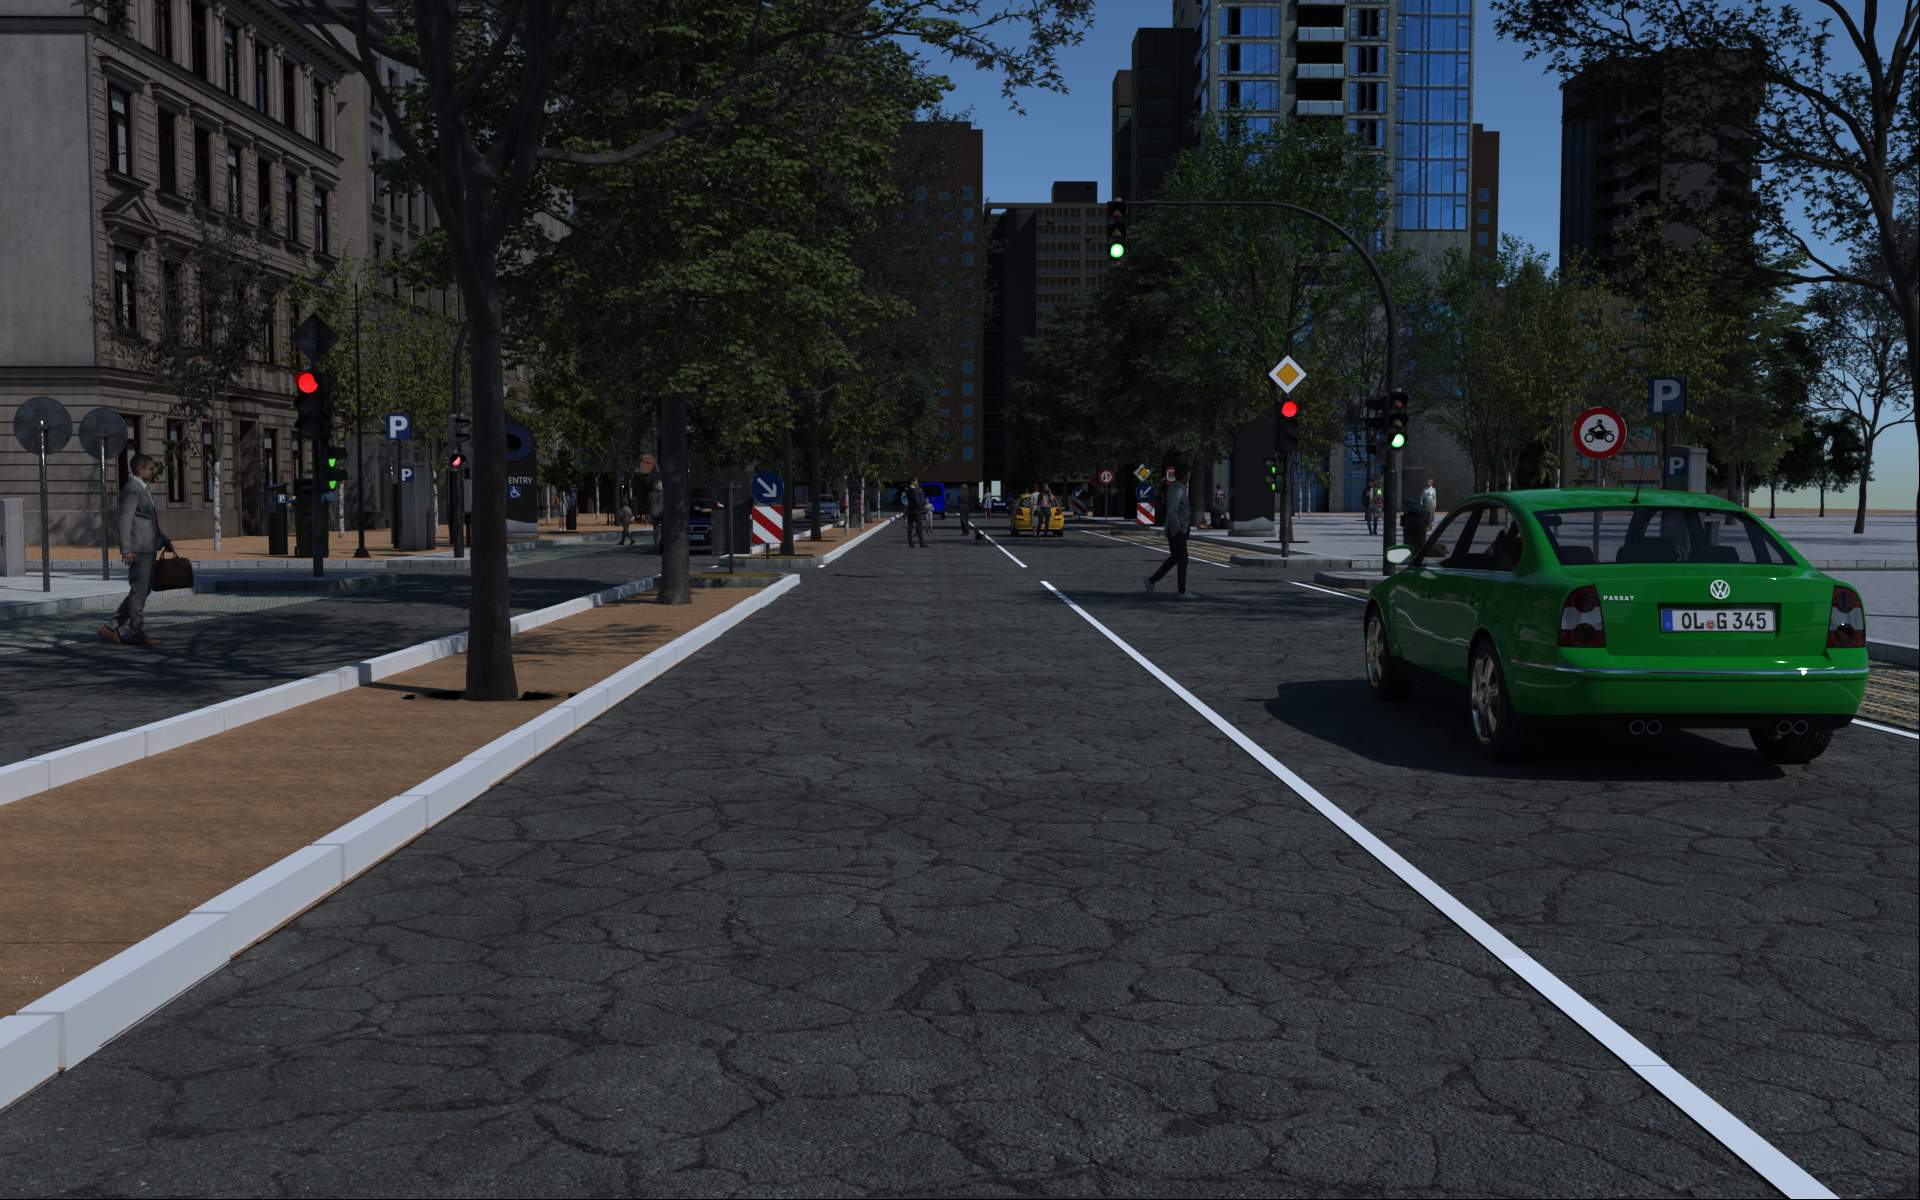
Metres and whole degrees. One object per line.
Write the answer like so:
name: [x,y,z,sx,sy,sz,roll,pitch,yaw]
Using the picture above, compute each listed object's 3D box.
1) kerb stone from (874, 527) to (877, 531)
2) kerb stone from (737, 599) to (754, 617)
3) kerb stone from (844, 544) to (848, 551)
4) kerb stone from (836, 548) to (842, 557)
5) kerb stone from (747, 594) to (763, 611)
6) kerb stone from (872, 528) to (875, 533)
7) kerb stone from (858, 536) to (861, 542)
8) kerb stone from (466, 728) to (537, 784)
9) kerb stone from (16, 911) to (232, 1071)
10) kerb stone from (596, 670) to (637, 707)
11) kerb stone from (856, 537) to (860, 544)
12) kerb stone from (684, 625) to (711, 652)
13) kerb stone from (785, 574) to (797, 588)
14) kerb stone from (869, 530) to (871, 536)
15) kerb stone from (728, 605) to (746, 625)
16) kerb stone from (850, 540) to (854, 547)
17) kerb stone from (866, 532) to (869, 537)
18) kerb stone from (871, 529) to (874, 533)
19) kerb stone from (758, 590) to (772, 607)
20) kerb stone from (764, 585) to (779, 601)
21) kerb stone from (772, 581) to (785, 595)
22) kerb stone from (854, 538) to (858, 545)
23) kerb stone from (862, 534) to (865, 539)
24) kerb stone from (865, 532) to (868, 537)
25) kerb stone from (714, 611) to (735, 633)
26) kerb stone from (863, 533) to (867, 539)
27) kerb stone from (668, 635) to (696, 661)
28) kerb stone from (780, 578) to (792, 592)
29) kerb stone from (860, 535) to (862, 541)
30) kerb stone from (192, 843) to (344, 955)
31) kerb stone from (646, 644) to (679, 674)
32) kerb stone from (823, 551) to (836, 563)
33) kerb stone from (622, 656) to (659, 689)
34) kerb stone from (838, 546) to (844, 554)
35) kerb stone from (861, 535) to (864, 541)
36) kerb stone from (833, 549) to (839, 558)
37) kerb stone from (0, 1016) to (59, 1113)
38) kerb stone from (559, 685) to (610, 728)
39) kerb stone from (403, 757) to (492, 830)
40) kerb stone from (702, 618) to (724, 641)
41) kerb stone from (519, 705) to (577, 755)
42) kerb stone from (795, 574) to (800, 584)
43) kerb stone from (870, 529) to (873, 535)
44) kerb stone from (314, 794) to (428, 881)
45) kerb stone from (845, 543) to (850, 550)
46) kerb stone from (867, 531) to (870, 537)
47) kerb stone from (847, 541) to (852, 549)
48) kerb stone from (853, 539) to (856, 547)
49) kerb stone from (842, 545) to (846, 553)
kerb stone: [-3.193,-2.475,62.737,0.120,0.150,1.000,0,4,-1]
kerb stone: [-2.540,0.126,20.208,0.120,0.150,1.000,0,4,-1]
kerb stone: [-2.873,-1.225,42.218,0.120,0.150,1.000,0,4,-1]
kerb stone: [-2.817,-1.037,39.152,0.120,0.150,1.000,0,4,-1]
kerb stone: [-2.554,0.059,21.233,0.120,0.150,1.000,0,4,-1]
kerb stone: [-3.153,-2.354,60.685,0.120,0.150,1.000,0,4,-1]
kerb stone: [-2.974,-1.664,49.397,0.120,0.150,1.000,0,4,-1]
kerb stone: [-2.362,0.813,8.905,0.120,0.150,1.000,0,4,-1]
kerb stone: [-2.286,1.064,4.794,0.120,0.150,1.000,0,4,-1]
kerb stone: [-2.401,0.626,11.992,0.120,0.150,1.000,0,4,-1]
kerb stone: [-2.957,-1.601,48.375,0.120,0.150,1.000,0,4,-1]
kerb stone: [-2.462,0.373,16.092,0.120,0.150,1.000,0,4,-1]
kerb stone: [-2.623,-0.254,26.354,0.120,0.150,1.000,0,4,-1]
kerb stone: [-3.107,-2.165,57.606,0.120,0.150,1.000,0,4,-1]
kerb stone: [-2.514,0.191,19.181,0.120,0.150,1.000,0,4,-1]
kerb stone: [-2.919,-1.413,45.301,0.120,0.150,1.000,0,4,-1]
kerb stone: [-3.067,-2.030,55.552,0.120,0.150,1.000,0,4,-1]
kerb stone: [-3.134,-2.288,59.656,0.120,0.150,1.000,0,4,-1]
kerb stone: [-2.555,0.001,22.262,0.120,0.150,1.000,0,4,-1]
kerb stone: [-2.570,-0.067,23.284,0.120,0.150,1.000,0,4,-1]
kerb stone: [-2.597,-0.129,24.308,0.120,0.150,1.000,0,4,-1]
kerb stone: [-2.943,-1.535,47.349,0.120,0.150,1.000,0,4,-1]
kerb stone: [-3.025,-1.852,52.472,0.120,0.150,1.000,0,4,-1]
kerb stone: [-3.057,-1.975,54.525,0.120,0.150,1.000,0,4,-1]
kerb stone: [-2.500,0.249,18.159,0.120,0.150,1.000,0,4,-1]
kerb stone: [-3.037,-1.914,53.494,0.120,0.150,1.000,0,4,-1]
kerb stone: [-2.452,0.438,15.070,0.120,0.150,1.000,0,4,-1]
kerb stone: [-2.603,-0.192,25.332,0.120,0.150,1.000,0,4,-1]
kerb stone: [-2.994,-1.722,50.424,0.120,0.150,1.000,0,4,-1]
kerb stone: [-2.314,1.001,5.824,0.120,0.150,1.000,0,4,-1]
kerb stone: [-2.437,0.499,14.042,0.120,0.150,1.000,0,4,-1]
kerb stone: [-2.794,-0.912,37.107,0.120,0.150,1.000,0,4,-1]
kerb stone: [-2.422,0.565,13.014,0.120,0.150,1.000,0,4,-1]
kerb stone: [-2.832,-1.100,40.174,0.120,0.150,1.000,0,4,-1]
kerb stone: [-3.010,-1.786,51.450,0.120,0.150,1.000,0,4,-1]
kerb stone: [-2.807,-0.974,38.129,0.120,0.150,1.000,0,4,-1]
kerb stone: [-2.276,1.128,3.769,0.120,0.150,1.000,0,4,-1]
kerb stone: [-2.388,0.687,10.960,0.120,0.150,1.000,0,4,-1]
kerb stone: [-2.333,0.875,7.884,0.120,0.150,1.000,0,4,-1]
kerb stone: [-2.481,0.312,17.128,0.120,0.150,1.000,0,4,-1]
kerb stone: [-2.375,0.753,9.927,0.120,0.150,1.000,0,4,-1]
kerb stone: [-2.634,-0.310,27.376,0.120,0.150,1.000,0,4,-1]
kerb stone: [-3.116,-2.223,58.634,0.120,0.150,1.000,0,4,-1]
kerb stone: [-2.326,0.938,6.859,0.120,0.150,1.000,0,4,-1]
kerb stone: [-2.889,-1.281,43.241,0.120,0.150,1.000,0,4,-1]
kerb stone: [-3.093,-2.102,56.574,0.120,0.150,1.000,0,4,-1]
kerb stone: [-2.908,-1.347,44.268,0.120,0.150,1.000,0,4,-1]
kerb stone: [-2.934,-1.474,46.327,0.120,0.150,1.000,0,4,-1]
kerb stone: [-2.864,-1.162,41.196,0.120,0.150,1.000,0,4,-1]
